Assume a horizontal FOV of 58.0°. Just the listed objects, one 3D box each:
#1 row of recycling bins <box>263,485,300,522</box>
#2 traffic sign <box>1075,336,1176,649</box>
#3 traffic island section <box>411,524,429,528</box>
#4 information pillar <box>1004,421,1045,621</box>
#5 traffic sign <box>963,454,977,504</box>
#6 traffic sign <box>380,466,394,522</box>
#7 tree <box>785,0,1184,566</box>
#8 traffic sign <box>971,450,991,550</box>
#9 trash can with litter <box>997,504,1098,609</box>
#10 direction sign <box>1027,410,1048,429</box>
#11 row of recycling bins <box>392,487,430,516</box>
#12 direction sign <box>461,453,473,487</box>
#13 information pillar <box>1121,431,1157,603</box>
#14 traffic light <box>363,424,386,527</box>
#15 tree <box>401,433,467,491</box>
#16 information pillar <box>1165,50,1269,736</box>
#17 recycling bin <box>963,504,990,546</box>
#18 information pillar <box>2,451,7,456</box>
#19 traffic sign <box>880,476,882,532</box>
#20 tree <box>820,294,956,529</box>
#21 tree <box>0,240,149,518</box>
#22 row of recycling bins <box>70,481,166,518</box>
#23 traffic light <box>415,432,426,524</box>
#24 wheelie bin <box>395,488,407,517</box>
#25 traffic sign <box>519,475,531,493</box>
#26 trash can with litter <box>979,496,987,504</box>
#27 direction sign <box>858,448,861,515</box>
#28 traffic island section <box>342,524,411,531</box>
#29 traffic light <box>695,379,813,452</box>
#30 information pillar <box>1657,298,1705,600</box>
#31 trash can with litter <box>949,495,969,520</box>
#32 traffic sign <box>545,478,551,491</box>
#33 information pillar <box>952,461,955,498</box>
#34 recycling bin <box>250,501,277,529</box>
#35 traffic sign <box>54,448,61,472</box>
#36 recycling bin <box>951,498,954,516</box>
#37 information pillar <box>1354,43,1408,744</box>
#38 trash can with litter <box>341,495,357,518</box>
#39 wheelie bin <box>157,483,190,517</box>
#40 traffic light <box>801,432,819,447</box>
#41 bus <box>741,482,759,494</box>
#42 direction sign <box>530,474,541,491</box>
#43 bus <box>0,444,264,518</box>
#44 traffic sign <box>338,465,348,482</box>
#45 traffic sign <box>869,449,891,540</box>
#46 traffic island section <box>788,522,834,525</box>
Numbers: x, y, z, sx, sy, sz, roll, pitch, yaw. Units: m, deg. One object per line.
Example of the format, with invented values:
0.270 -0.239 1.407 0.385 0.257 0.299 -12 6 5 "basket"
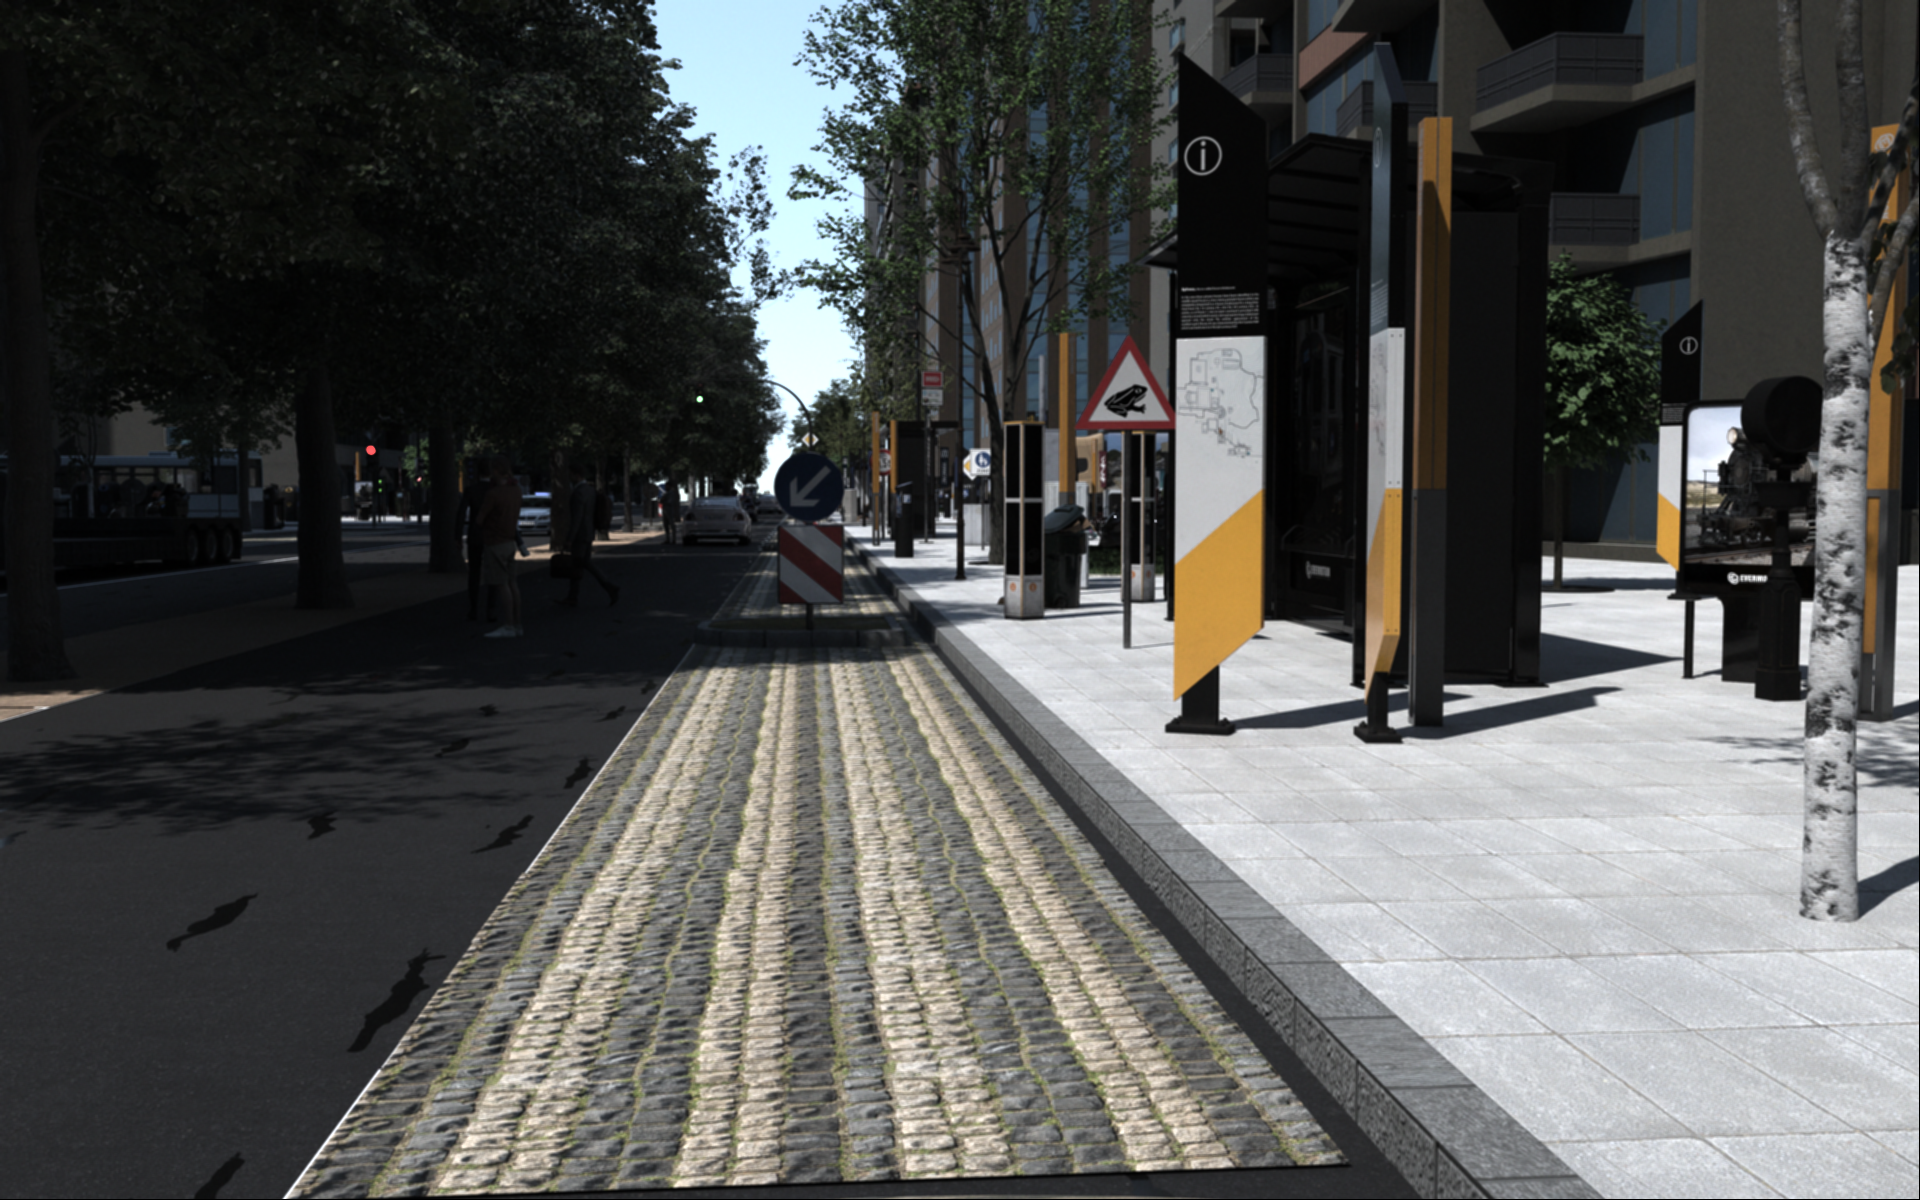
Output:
-33.845 -4.692 83.834 3.534 1.692 1.069 1 4 10 "row of recycling bins"
1.386 -0.875 14.306 0.884 2.594 0.081 0 4 2 "traffic sign"
-23.539 -3.249 75.409 2.009 0.180 2.903 0 4 -5 "traffic island section"
0.655 -0.806 17.669 0.304 2.012 0.304 -3 4 -36 "information pillar"
0.326 -2.790 46.807 0.795 2.450 0.064 0 4 -4 "traffic sign"
-26.778 -4.923 80.498 0.884 2.594 0.081 0 4 -4 "traffic sign"
0.733 -6.453 31.260 9.928 11.665 9.643 0 3 0 "tree"
0.523 -2.277 39.365 0.606 2.300 0.079 0 4 -5 "traffic sign"
0.972 -0.484 19.297 1.055 1.170 0.624 -3 5 -40 "trash can with litter"
2.099 -3.376 47.203 0.379 3.537 0.876 -3 4 -37 "direction sign"
-33.217 -5.988 105.019 1.069 1.692 3.534 1 4 12 "row of recycling bins"
-27.041 -6.293 94.883 0.379 3.537 0.876 3 4 38 "direction sign"
2.107 -0.976 20.450 0.304 2.012 0.304 3 4 36 "information pillar"
-22.786 -4.795 67.325 0.839 4.253 0.868 0 4 -5 "traffic light"
-26.839 -6.382 88.059 4.285 4.588 4.351 0 3 0 "tree"
1.371 -1.091 9.193 0.504 3.616 0.183 1 4 21 "information pillar"
0.356 -1.882 43.323 0.722 1.027 0.722 1 4 10 "recycling bin"
-50.385 -6.120 91.420 0.183 3.616 0.504 2 4 30 "information pillar"
-2.652 -3.461 58.714 0.606 2.300 0.079 0 4 4 "traffic sign"
-2.593 -6.936 63.758 4.737 8.622 4.395 0 3 0 "tree"
-24.646 -5.995 48.377 4.360 8.622 3.978 0 3 0 "tree"
-27.077 -2.987 55.948 3.534 1.692 1.069 1 4 11 "row of recycling bins"
-21.423 -6.167 75.499 4.771 5.953 1.251 0 4 -5 "traffic light"
-30.786 -5.359 95.532 0.693 1.594 0.980 -3 4 -38 "wheelie bin"
-29.369 -7.147 116.957 0.768 2.556 0.104 0 4 -4 "traffic sign"
1.413 -4.391 83.173 1.055 1.170 0.624 0 4 6 "trash can with litter"
-4.925 -5.707 85.304 0.379 3.537 0.876 0 4 4 "direction sign"
-22.827 -2.763 67.456 2.009 0.180 2.903 0 4 -5 "traffic island section"
-8.019 -5.740 68.516 4.771 5.953 1.251 0 4 -5 "traffic light"
8.740 -1.813 20.991 0.504 3.616 0.183 3 5 42 "information pillar"
0.562 -4.648 87.054 2.233 1.210 1.678 0 4 -3 "trash can with litter"
-32.403 -8.355 136.713 0.768 2.556 0.104 0 4 3 "traffic sign"
-0.451 -8.074 123.371 0.183 3.616 0.504 1 4 14 "information pillar"
-25.708 -3.143 63.942 0.722 1.027 0.722 0 4 1 "recycling bin"
-23.999 -2.776 45.500 0.768 2.556 0.104 0 4 -2 "traffic sign"
-0.301 -5.554 103.355 0.722 1.027 0.722 -2 4 -25 "recycling bin"
2.182 -1.072 8.879 0.183 3.616 0.504 0 4 2 "information pillar"
-33.146 -5.102 94.483 2.233 1.210 1.678 0 4 1 "trash can with litter"
-23.140 -2.639 51.059 0.693 1.594 0.980 1 4 12 "wheelie bin"
-6.656 -5.375 76.797 0.839 4.253 0.868 0 4 -5 "traffic light"
-35.919 -18.673 296.848 2.896 3.916 12.252 0 4 -5 "bus"
-33.337 -8.810 136.043 0.876 3.537 0.379 0 4 1 "direction sign"
-35.743 -4.653 70.940 13.247 3.499 2.948 0 4 -4 "bus"
-28.188 -4.804 78.556 0.884 2.594 0.081 0 4 0 "traffic sign"
-2.158 -2.969 48.645 0.768 2.556 0.104 0 4 -1 "traffic sign"
-6.615 -3.342 76.914 2.009 0.180 2.903 0 4 -5 "traffic island section"
